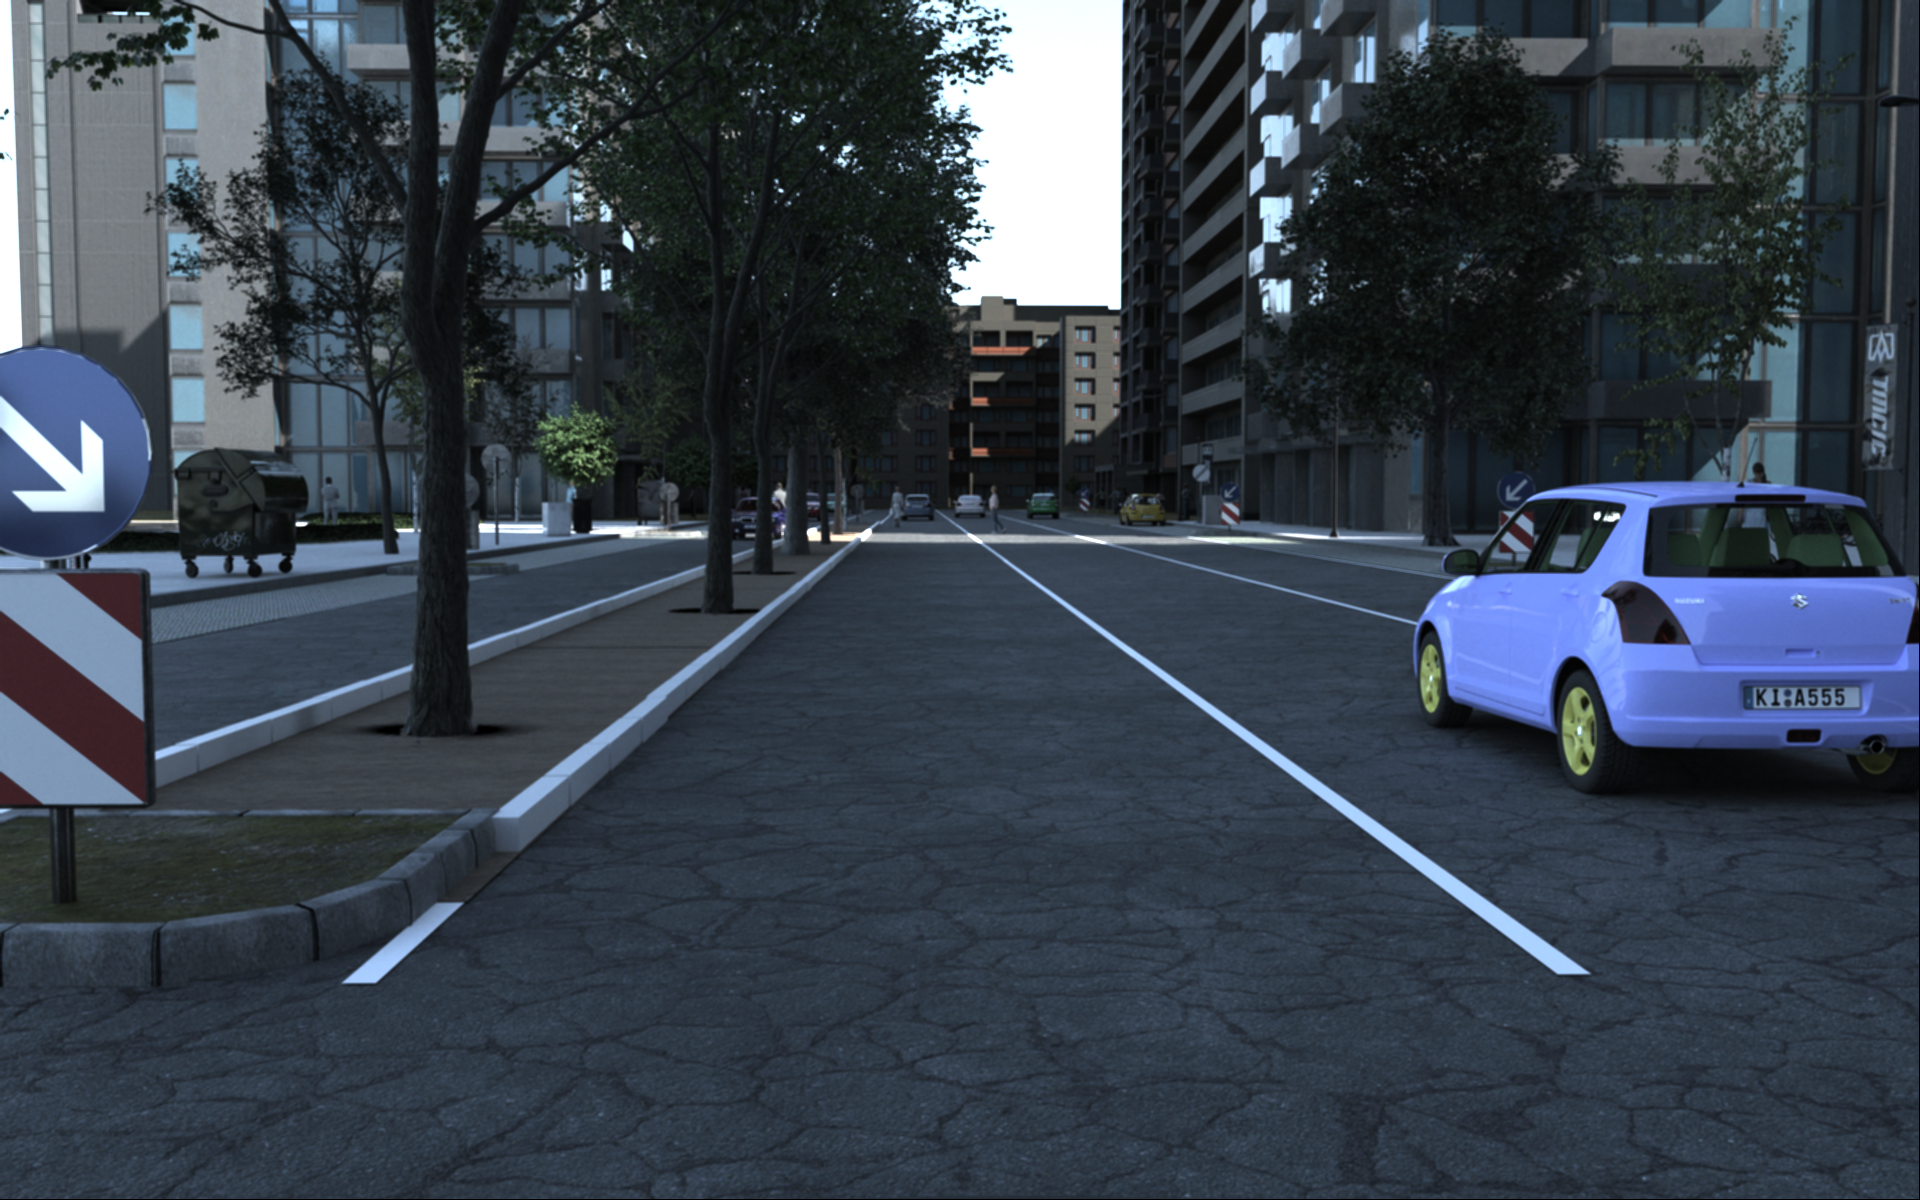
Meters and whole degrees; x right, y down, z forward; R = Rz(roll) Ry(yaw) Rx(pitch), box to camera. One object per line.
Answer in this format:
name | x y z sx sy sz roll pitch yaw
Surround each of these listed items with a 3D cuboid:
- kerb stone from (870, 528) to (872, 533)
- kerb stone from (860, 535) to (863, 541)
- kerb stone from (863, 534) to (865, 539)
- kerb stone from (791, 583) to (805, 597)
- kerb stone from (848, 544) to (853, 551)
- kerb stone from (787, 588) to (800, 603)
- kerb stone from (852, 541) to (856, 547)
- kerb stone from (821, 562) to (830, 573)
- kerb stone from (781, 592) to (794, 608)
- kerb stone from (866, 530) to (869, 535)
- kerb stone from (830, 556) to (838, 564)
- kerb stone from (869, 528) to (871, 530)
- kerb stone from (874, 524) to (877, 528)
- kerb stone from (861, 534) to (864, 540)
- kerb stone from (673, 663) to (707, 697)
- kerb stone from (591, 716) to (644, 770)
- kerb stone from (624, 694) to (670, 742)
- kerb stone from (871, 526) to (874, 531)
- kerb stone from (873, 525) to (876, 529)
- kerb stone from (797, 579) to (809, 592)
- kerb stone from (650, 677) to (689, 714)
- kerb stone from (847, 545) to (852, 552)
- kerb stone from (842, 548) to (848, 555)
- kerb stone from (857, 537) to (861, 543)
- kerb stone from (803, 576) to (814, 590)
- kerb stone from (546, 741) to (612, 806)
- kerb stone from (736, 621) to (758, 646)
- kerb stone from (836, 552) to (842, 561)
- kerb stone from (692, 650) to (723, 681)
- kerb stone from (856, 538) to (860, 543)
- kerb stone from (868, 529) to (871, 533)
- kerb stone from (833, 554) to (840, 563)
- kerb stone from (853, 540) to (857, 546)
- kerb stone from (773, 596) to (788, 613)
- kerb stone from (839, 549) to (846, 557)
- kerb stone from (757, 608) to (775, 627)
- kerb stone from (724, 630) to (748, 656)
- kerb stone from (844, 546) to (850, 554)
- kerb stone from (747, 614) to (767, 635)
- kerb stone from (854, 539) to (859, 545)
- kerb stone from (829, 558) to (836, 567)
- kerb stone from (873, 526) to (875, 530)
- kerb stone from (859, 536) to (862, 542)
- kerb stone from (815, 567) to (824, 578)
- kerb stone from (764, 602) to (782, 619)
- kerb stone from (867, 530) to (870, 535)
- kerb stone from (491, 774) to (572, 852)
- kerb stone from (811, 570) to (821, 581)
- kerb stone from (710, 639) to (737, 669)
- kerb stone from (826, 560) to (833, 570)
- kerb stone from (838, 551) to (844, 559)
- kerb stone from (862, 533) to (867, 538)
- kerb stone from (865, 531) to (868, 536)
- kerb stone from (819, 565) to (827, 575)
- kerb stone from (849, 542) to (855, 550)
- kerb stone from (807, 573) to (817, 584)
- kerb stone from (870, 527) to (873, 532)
kerb stone | -3.238 -2.355 60.693 0.120 0.150 1.000 0 4 -2
kerb stone | -2.970 -1.726 50.447 0.120 0.150 1.000 0 4 -2
kerb stone | -3.021 -1.844 52.503 0.120 0.150 1.000 0 4 -2
kerb stone | -2.255 -0.097 23.778 0.120 0.150 1.000 0 4 -2
kerb stone | -2.749 -1.223 42.240 0.120 0.150 1.000 0 4 -2
kerb stone | -2.231 -0.024 22.747 0.120 0.150 1.000 0 4 -2
kerb stone | -2.798 -1.349 44.291 0.120 0.150 1.000 0 4 -2
kerb stone | -2.448 -0.536 30.958 0.120 0.150 1.000 0 4 -2
kerb stone | -2.204 0.030 21.720 0.120 0.150 1.000 0 4 -2
kerb stone | -3.130 -2.105 56.605 0.120 0.150 1.000 0 4 -2
kerb stone | -2.528 -0.717 34.033 0.120 0.150 1.000 0 4 -2
kerb stone | -3.212 -2.292 59.671 0.120 0.150 1.000 0 4 -2
kerb stone | -3.434 -2.794 67.872 0.120 0.150 1.000 0 4 -2
kerb stone | -2.999 -1.791 51.470 0.120 0.150 1.000 0 4 -2
kerb stone | -1.966 0.594 12.497 0.120 0.150 1.000 0 4 -2
kerb stone | -1.875 0.782 9.431 0.120 0.150 1.000 0 4 -2
kerb stone | -1.896 0.718 10.453 0.120 0.150 1.000 0 4 -2
kerb stone | -3.325 -2.541 63.773 0.120 0.150 1.000 0 4 -2
kerb stone | -3.371 -2.669 65.827 0.120 0.150 1.000 0 4 -2
kerb stone | -2.289 -0.160 24.804 0.120 0.150 1.000 0 4 -2
kerb stone | -1.941 0.656 11.475 0.120 0.150 1.000 0 4 -2
kerb stone | -2.719 -1.163 41.212 0.120 0.150 1.000 0 4 -2
kerb stone | -2.675 -1.037 39.156 0.120 0.150 1.000 0 4 -2
kerb stone | -2.916 -1.603 48.403 0.120 0.150 1.000 0 4 -2
kerb stone | -2.303 -0.220 25.826 0.120 0.150 1.000 0 4 -2
kerb stone | -1.851 0.843 8.407 0.120 0.150 1.000 0 4 -2
kerb stone | -2.065 0.342 16.604 0.120 0.150 1.000 0 4 -2
kerb stone | -2.587 -0.849 36.082 0.120 0.150 1.000 0 4 -2
kerb stone | -1.990 0.530 13.524 0.120 0.150 1.000 0 4 -2
kerb stone | -2.888 -1.540 47.367 0.120 0.150 1.000 0 4 -2
kerb stone | -3.185 -2.230 58.649 0.120 0.150 1.000 0 4 -2
kerb stone | -2.567 -0.786 35.054 0.120 0.150 1.000 0 4 -2
kerb stone | -2.830 -1.411 45.318 0.120 0.150 1.000 0 4 -2
kerb stone | -2.177 0.092 20.698 0.120 0.150 1.000 0 4 -2
kerb stone | -2.640 -0.975 38.134 0.120 0.150 1.000 0 4 -2
kerb stone | -2.124 0.217 18.648 0.120 0.150 1.000 0 4 -2
kerb stone | -2.038 0.405 15.572 0.120 0.150 1.000 0 4 -2
kerb stone | -2.700 -1.096 40.185 0.120 0.150 1.000 0 4 -2
kerb stone | -2.098 0.279 17.626 0.120 0.150 1.000 0 4 -2
kerb stone | -2.854 -1.477 46.345 0.120 0.150 1.000 0 4 -2
kerb stone | -2.495 -0.658 33.002 0.120 0.150 1.000 0 4 -2
kerb stone | -3.348 -2.606 64.800 0.120 0.150 1.000 0 4 -2
kerb stone | -2.943 -1.665 49.425 0.120 0.150 1.000 0 4 -2
kerb stone | -2.397 -0.409 28.895 0.120 0.150 1.000 0 4 -2
kerb stone | -2.154 0.154 19.675 0.120 0.150 1.000 0 4 -2
kerb stone | -3.156 -2.167 57.627 0.120 0.150 1.000 0 4 -2
kerb stone | -1.826 0.908 7.385 0.120 0.150 1.000 0 4 -2
kerb stone | -2.372 -0.345 27.873 0.120 0.150 1.000 0 4 -2
kerb stone | -2.010 0.468 14.546 0.120 0.150 1.000 0 4 -2
kerb stone | -2.479 -0.598 31.979 0.120 0.150 1.000 0 4 -2
kerb stone | -2.616 -0.912 37.104 0.120 0.150 1.000 0 4 -2
kerb stone | -3.042 -1.916 53.524 0.120 0.150 1.000 0 4 -2
kerb stone | -3.104 -2.037 55.579 0.120 0.150 1.000 0 4 -2
kerb stone | -2.421 -0.473 29.928 0.120 0.150 1.000 0 4 -2
kerb stone | -2.772 -1.288 43.267 0.120 0.150 1.000 0 4 -2
kerb stone | -2.342 -0.281 26.852 0.120 0.150 1.000 0 4 -2
kerb stone | -3.266 -2.414 61.715 0.120 0.150 1.000 0 4 -2
